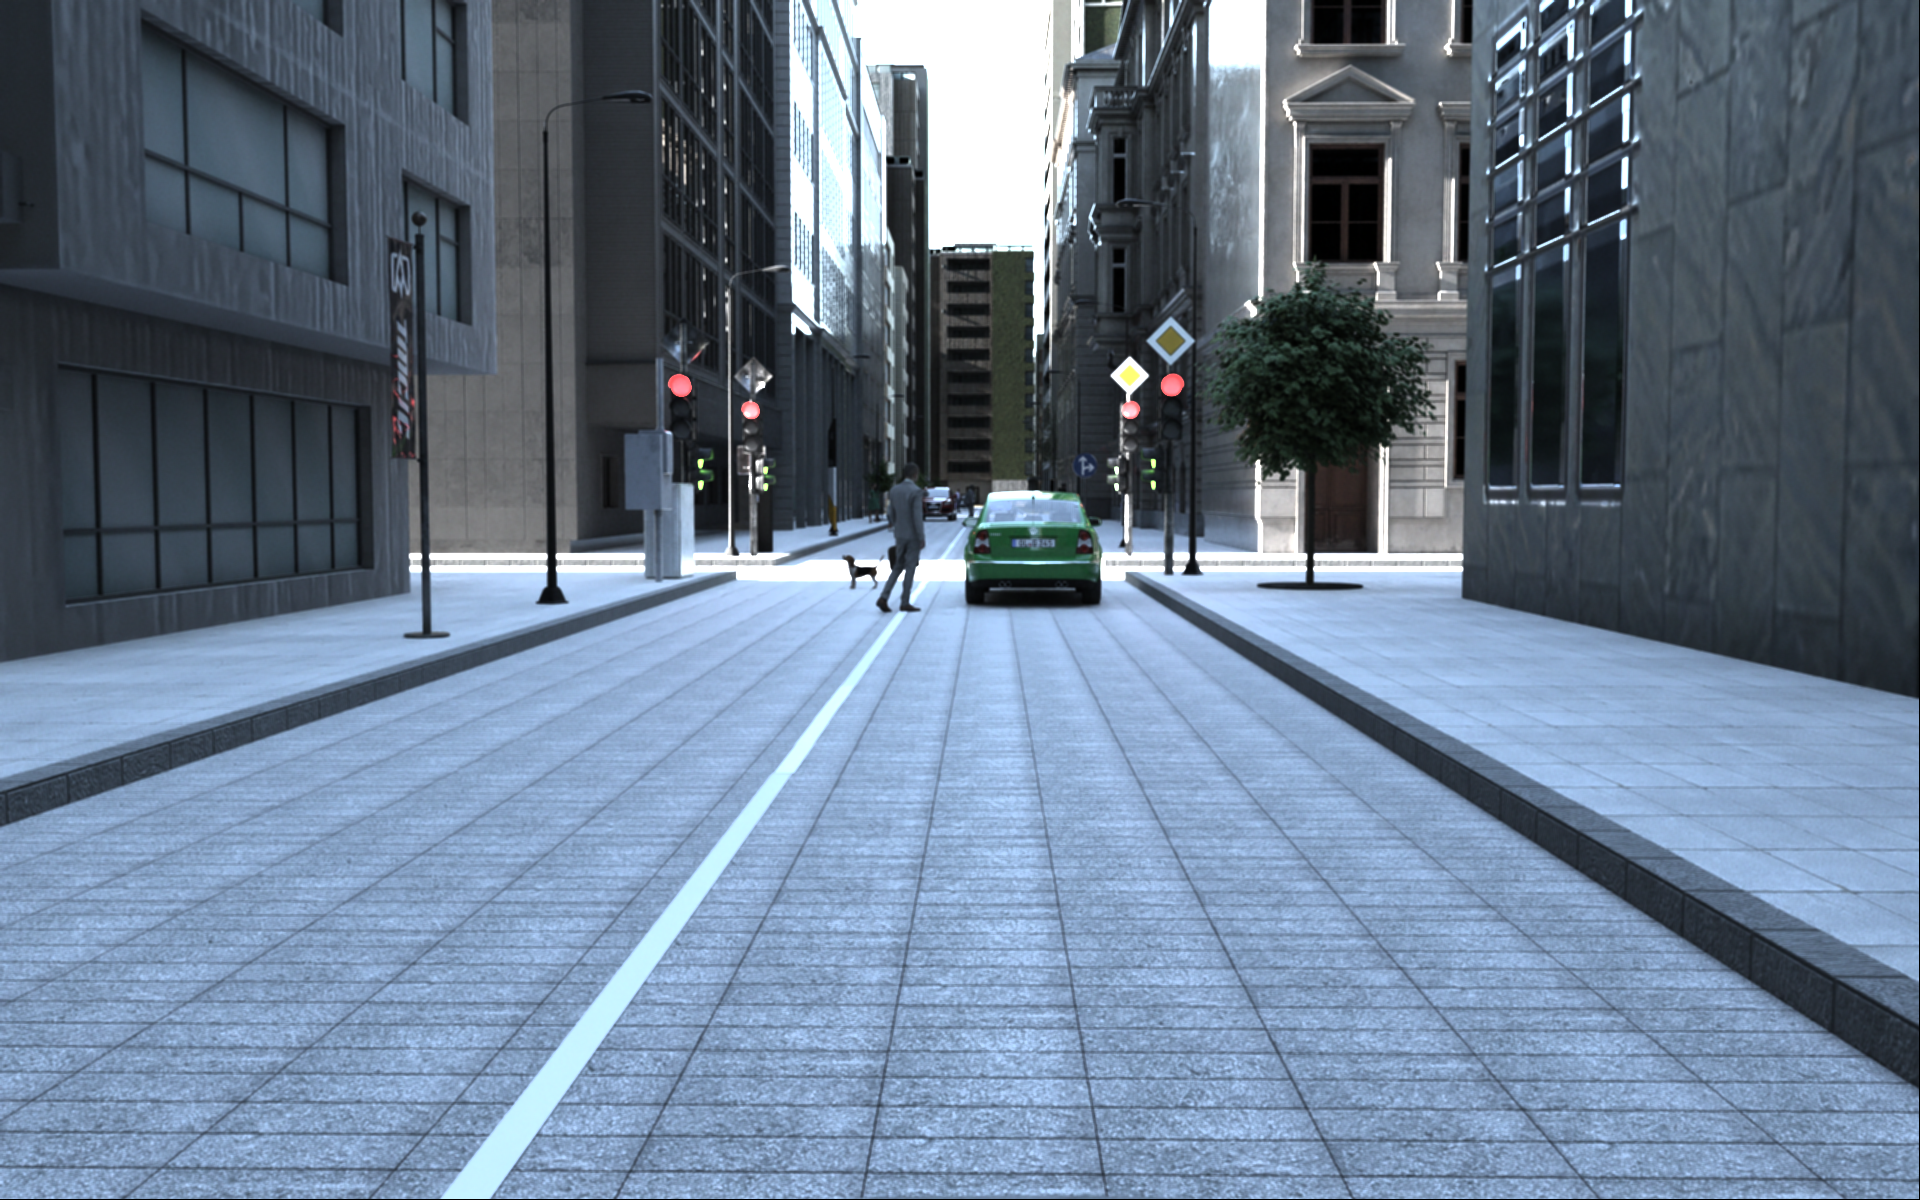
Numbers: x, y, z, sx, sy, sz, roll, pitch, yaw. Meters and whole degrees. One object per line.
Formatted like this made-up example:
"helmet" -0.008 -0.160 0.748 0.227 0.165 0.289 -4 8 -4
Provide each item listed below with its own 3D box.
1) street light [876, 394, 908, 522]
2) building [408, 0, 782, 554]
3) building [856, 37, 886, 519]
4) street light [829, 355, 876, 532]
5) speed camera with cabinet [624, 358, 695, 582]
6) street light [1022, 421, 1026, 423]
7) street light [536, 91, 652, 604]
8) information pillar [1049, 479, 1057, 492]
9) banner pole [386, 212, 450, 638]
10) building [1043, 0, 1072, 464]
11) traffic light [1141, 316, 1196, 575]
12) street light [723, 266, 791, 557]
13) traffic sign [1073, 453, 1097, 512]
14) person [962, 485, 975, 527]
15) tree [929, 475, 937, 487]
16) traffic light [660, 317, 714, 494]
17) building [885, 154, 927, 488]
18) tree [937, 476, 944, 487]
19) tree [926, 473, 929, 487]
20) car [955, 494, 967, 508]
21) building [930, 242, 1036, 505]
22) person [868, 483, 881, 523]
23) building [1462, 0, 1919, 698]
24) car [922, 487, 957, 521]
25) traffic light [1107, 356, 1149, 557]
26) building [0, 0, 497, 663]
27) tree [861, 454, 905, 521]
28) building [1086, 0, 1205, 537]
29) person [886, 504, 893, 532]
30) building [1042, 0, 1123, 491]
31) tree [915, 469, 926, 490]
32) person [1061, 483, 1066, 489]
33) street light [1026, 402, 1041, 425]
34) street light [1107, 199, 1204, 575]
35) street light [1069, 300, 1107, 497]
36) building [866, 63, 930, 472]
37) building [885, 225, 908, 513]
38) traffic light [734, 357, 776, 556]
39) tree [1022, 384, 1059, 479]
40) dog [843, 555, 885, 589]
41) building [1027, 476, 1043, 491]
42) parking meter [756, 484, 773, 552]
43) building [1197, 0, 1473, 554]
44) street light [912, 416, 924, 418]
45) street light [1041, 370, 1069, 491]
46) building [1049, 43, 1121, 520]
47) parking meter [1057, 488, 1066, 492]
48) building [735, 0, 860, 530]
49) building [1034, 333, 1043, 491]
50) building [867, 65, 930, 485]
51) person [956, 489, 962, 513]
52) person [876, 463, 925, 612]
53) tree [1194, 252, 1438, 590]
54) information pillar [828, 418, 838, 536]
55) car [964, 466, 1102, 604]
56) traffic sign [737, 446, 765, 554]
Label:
"street light" -3.316 -6.623 80.823 1.470 5.913 1.316 0 4 1
"building" -13.438 -15.570 48.081 14.314 27.812 24.014 0 4 1
"building" -10.910 -17.247 100.016 12.078 24.808 19.932 0 4 1
"street light" -3.691 -5.216 57.829 1.470 5.913 1.316 0 4 1
"speed camera with cabinet" -4.504 -1.936 25.992 0.660 3.252 2.038 0 4 4
"street light" 4.638 -8.411 110.067 1.470 5.913 1.316 0 4 1
"street light" -4.247 -2.911 20.141 1.470 5.913 1.316 0 4 1
"information pillar" 4.587 -4.939 85.252 0.304 2.012 0.304 2 4 24
"banner pole" -4.822 -1.542 15.233 0.401 3.779 0.863 0 4 7
"building" 18.188 -32.190 150.001 21.300 48.544 21.600 0 4 1
"traffic light" 3.300 -2.355 27.432 0.839 4.253 0.868 0 4 1
"street light" -4.144 -3.846 35.422 1.470 5.913 1.316 0 4 1
"traffic sign" 3.891 -3.294 53.955 0.768 2.556 0.104 0 4 8
"person" 0.465 -4.031 74.511 0.850 1.850 0.679 -2 4 -24
"tree" -2.900 -8.453 132.806 1.663 3.219 1.824 0 3 0
"traffic light" -4.360 -2.363 27.549 0.839 4.253 0.868 0 4 1
"building" -10.119 -22.999 147.731 14.160 30.474 14.107 0 4 1
"tree" -2.414 -10.919 173.123 1.663 3.219 1.824 0 3 0
"tree" -3.379 -7.536 117.817 1.663 3.219 1.824 0 3 0
"car" 0.185 -9.362 162.852 2.009 1.686 4.222 0 4 -1
"building" 1.643 -26.300 201.700 14.107 30.474 14.160 0 4 1
"person" -3.840 -4.338 77.210 0.600 1.795 0.529 -3 5 -44
"building" 17.074 -42.224 3.042 22.319 86.520 31.000 0 4 1
"car" -1.269 -5.184 93.424 2.281 1.827 5.304 0 4 3
"traffic light" 3.439 -2.844 35.415 0.839 4.253 0.868 0 4 1
"building" -13.167 -20.463 18.168 14.086 41.232 14.154 0 4 1
"tree" -3.731 -5.478 84.162 1.663 3.219 1.824 0 3 0
"building" 12.295 -15.217 67.883 14.460 24.649 34.723 0 4 1
"person" -2.651 -3.234 66.053 0.352 1.250 0.332 1 4 14
"building" 16.787 -42.196 128.162 20.563 71.187 20.611 0 4 1
"tree" -3.465 -7.239 112.960 1.663 3.219 1.824 0 3 0
"person" 4.758 -4.555 80.868 0.721 1.781 0.623 -2 4 -28
"street light" 4.210 -7.026 87.417 1.470 5.913 1.316 0 4 1
"street light" 3.161 -3.357 27.421 1.470 5.913 1.316 0 4 1
"street light" 3.453 -4.222 41.574 1.470 5.913 1.316 0 4 1
"building" -10.431 -32.299 178.202 14.200 45.320 14.600 0 4 1
"building" -18.261 -17.197 126.202 27.650 21.520 28.899 0 4 1
"traffic light" -4.221 -2.851 35.533 0.839 4.253 0.868 0 4 1
"tree" 6.336 -10.081 115.189 4.360 8.622 3.978 0 3 0
"dog" -1.465 -0.428 26.292 0.406 0.507 0.540 2 4 35
"building" 22.961 -29.426 172.991 32.217 40.220 23.993 0 4 1
"parking meter" -4.316 -1.821 38.183 0.372 1.533 0.369 0 3 0
"building" 16.259 -12.534 41.080 21.152 22.565 11.583 0 4 1
"street light" -2.867 -7.993 103.230 1.470 5.913 1.316 0 4 1
"street light" 3.917 -5.655 65.007 1.470 5.913 1.316 0 4 1
"building" 11.629 -18.387 97.890 12.463 27.353 25.104 0 4 1
"parking meter" 4.230 -3.885 71.934 0.372 1.533 0.369 0 3 0
"building" -11.008 -18.199 75.041 11.434 29.767 29.804 0 4 1
"building" 23.594 -22.243 208.710 28.899 21.520 27.650 0 4 1
"building" -10.088 -29.228 161.474 14.154 41.232 14.086 0 4 1
"person" -0.035 -7.525 131.396 0.599 1.838 0.709 2 4 26
"person" -0.640 -0.765 21.123 0.709 1.813 0.853 3 5 40
"tree" 4.749 -2.451 23.795 4.285 4.588 4.351 0 3 0
"information pillar" -3.939 -3.801 53.506 0.183 3.616 0.504 -2 4 -25
"car" 1.010 -0.929 23.981 1.959 1.807 4.718 0 4 2
"traffic sign" -4.419 -2.113 36.674 0.606 2.300 0.079 0 4 6
